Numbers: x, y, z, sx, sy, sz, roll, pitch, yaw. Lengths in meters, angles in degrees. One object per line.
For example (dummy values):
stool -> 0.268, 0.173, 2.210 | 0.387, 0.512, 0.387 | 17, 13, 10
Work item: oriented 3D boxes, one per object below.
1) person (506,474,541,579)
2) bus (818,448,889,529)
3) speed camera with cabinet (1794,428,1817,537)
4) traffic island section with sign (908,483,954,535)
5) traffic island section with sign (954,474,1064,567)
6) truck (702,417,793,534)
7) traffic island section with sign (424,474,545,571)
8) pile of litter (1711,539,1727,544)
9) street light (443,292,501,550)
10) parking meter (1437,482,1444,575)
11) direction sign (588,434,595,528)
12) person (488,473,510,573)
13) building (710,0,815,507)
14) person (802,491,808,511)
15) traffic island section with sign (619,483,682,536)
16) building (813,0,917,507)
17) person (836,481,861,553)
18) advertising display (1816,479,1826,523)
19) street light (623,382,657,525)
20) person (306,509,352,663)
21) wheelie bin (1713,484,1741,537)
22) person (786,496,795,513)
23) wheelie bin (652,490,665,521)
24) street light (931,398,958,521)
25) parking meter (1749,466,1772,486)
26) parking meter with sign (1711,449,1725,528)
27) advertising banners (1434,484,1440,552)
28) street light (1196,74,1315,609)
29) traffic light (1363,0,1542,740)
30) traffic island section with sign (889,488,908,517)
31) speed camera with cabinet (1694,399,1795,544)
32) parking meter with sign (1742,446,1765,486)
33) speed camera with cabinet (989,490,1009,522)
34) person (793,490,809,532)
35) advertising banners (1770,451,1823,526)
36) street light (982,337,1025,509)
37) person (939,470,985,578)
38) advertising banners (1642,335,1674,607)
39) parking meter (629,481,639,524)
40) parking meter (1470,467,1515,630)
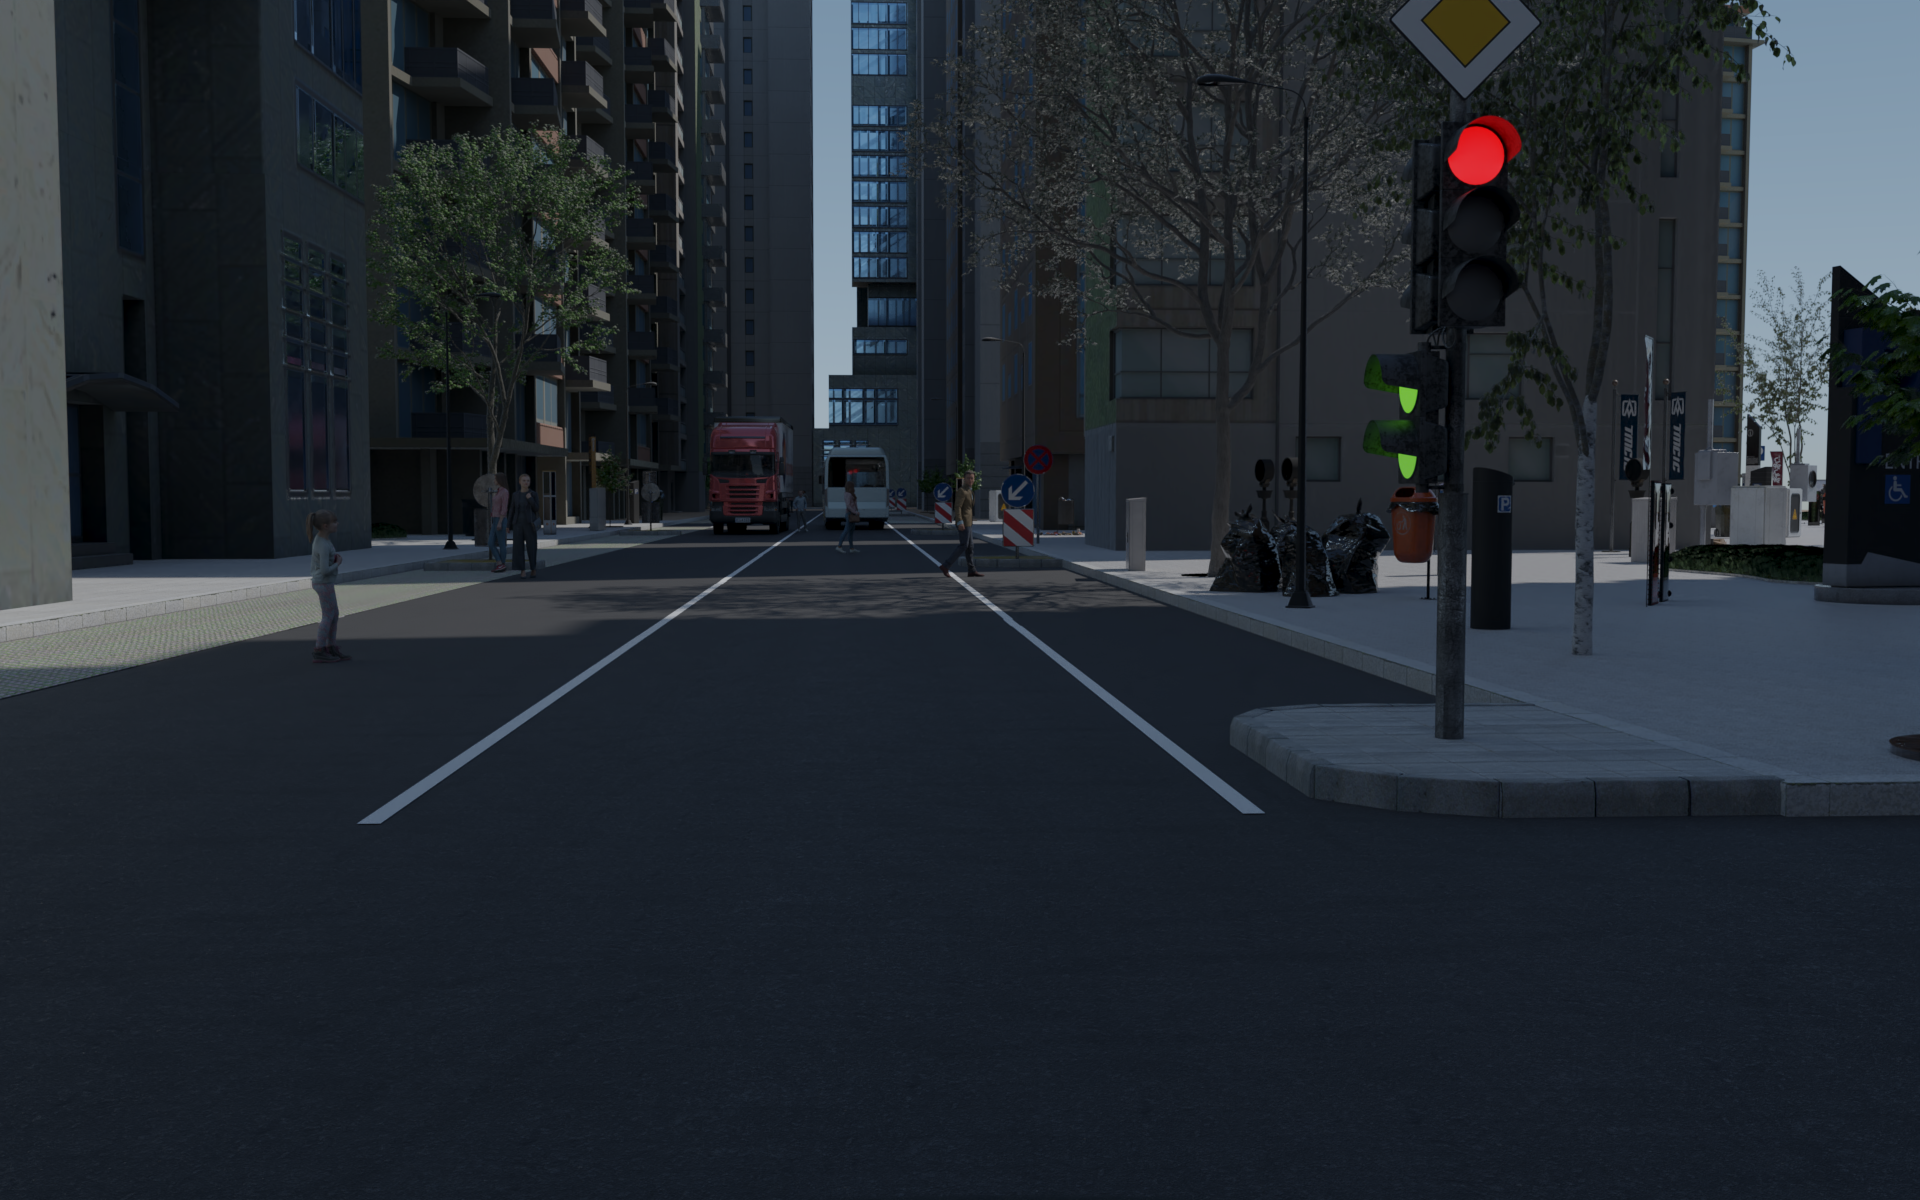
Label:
person -> -7.423, -1.258, 29.494 | 0.576, 1.772, 0.534 | -1, 4, -18
bus -> -4.641, -4.903, 75.031 | 2.948, 3.499, 13.247 | 0, 4, -5
speed camera with cabinet -> 24.899, -3.509, 51.701 | 2.038, 3.252, 0.660 | -3, 5, -43
traffic island section with sign -> -0.749, -3.247, 61.720 | 1.989, 1.847, 2.006 | 0, 4, -4
traffic island section with sign -> 0.981, -1.599, 34.766 | 1.989, 1.847, 2.006 | 0, 4, -4
truck -> -7.766, -4.652, 64.977 | 2.839, 4.237, 11.283 | 0, 4, -3
traffic island section with sign -> -9.007, -1.493, 33.039 | 1.989, 1.847, 2.006 | 0, 4, -4
pile of litter -> 18.640, -1.810, 43.567 | 1.176, 0.858, 1.719 | 1, 4, 14
street light -> -11.265, -4.126, 39.994 | 1.470, 5.913, 1.316 | 0, 4, -4
parking meter -> 7.756, -1.162, 27.416 | 0.372, 1.533, 0.369 | 0, 3, 0
direction sign -> -13.840, -4.477, 65.193 | 0.379, 3.537, 0.876 | -2, 4, -26
person -> -8.389, -1.405, 31.488 | 0.388, 1.821, 0.555 | -3, 4, -39
building -> -29.064, -38.827, 176.823 | 28.212, 58.520, 21.231 | 0, 4, -4
person -> -13.554, -8.603, 149.952 | 1.217, 1.735, 0.721 | 3, 4, 39
traffic island section with sign -> -10.749, -3.160, 60.299 | 1.989, 1.847, 2.006 | 0, 4, -4
building -> 0.430, -52.965, 178.657 | 31.000, 86.520, 22.319 | 0, 4, -4
person -> -2.743, -2.031, 42.303 | 0.643, 1.750, 0.593 | -1, 4, -12
advertising display -> 38.120, -4.341, 76.186 | 0.974, 1.923, 0.123 | 1, 4, 23
street light -> -13.295, -6.085, 72.027 | 1.470, 5.913, 1.316 | 0, 4, -4
person -> -5.389, -0.123, 14.792 | 0.394, 1.301, 0.425 | -3, 5, -39
wheelie bin -> 23.028, -2.685, 51.815 | 0.980, 1.594, 0.693 | 0, 4, 5
person -> -12.870, -7.535, 132.405 | 0.721, 1.736, 1.217 | 3, 5, 39
wheelie bin -> -14.583, -4.606, 83.222 | 0.693, 1.594, 0.980 | 0, 4, 7
street light -> -0.705, -6.806, 83.823 | 1.470, 5.913, 1.316 | 0, 4, -4
parking meter -> 17.048, -1.909, 36.917 | 0.255, 1.863, 0.399 | -2, 4, -27
parking meter with sign -> 28.751, -4.261, 65.931 | 0.543, 3.016, 1.738 | 2, 4, 27
advertising banners -> 10.474, -2.530, 37.548 | 0.090, 3.025, 2.074 | 0, 4, -2
street light -> 3.305, -2.864, 19.365 | 1.470, 5.913, 1.316 | 0, 4, -4
traffic light -> 2.556, -1.228, 9.000 | 0.839, 4.253, 0.868 | 0, 4, -4
traffic island section with sign -> -3.870, -6.244, 110.711 | 1.989, 1.847, 2.006 | 0, 4, -4
speed camera with cabinet -> 16.026, -2.522, 35.569 | 0.660, 3.252, 2.038 | -1, 4, -18
parking meter with sign -> 28.869, -4.098, 63.261 | 0.543, 3.016, 1.738 | 1, 4, 12
speed camera with cabinet -> 2.350, -5.247, 80.124 | 2.038, 3.252, 0.660 | -2, 4, -32
person -> -6.060, -3.395, 65.819 | 0.589, 1.601, 0.330 | -1, 4, -13
advertising banners -> 33.913, -4.530, 70.261 | 2.074, 3.025, 0.090 | 1, 4, 10
street light -> 1.345, -4.830, 51.508 | 1.470, 5.913, 1.316 | 0, 4, -4
person -> 0.054, -1.306, 29.771 | 0.836, 1.842, 0.656 | -1, 4, -17
advertising banners -> 8.047, -1.456, 20.000 | 0.090, 3.025, 2.074 | 2, 4, 31
parking meter -> -14.125, -4.242, 75.061 | 0.255, 1.863, 0.399 | 2, 4, 32
parking meter -> 5.059, -0.493, 16.476 | 0.372, 1.533, 0.369 | 0, 3, 0
